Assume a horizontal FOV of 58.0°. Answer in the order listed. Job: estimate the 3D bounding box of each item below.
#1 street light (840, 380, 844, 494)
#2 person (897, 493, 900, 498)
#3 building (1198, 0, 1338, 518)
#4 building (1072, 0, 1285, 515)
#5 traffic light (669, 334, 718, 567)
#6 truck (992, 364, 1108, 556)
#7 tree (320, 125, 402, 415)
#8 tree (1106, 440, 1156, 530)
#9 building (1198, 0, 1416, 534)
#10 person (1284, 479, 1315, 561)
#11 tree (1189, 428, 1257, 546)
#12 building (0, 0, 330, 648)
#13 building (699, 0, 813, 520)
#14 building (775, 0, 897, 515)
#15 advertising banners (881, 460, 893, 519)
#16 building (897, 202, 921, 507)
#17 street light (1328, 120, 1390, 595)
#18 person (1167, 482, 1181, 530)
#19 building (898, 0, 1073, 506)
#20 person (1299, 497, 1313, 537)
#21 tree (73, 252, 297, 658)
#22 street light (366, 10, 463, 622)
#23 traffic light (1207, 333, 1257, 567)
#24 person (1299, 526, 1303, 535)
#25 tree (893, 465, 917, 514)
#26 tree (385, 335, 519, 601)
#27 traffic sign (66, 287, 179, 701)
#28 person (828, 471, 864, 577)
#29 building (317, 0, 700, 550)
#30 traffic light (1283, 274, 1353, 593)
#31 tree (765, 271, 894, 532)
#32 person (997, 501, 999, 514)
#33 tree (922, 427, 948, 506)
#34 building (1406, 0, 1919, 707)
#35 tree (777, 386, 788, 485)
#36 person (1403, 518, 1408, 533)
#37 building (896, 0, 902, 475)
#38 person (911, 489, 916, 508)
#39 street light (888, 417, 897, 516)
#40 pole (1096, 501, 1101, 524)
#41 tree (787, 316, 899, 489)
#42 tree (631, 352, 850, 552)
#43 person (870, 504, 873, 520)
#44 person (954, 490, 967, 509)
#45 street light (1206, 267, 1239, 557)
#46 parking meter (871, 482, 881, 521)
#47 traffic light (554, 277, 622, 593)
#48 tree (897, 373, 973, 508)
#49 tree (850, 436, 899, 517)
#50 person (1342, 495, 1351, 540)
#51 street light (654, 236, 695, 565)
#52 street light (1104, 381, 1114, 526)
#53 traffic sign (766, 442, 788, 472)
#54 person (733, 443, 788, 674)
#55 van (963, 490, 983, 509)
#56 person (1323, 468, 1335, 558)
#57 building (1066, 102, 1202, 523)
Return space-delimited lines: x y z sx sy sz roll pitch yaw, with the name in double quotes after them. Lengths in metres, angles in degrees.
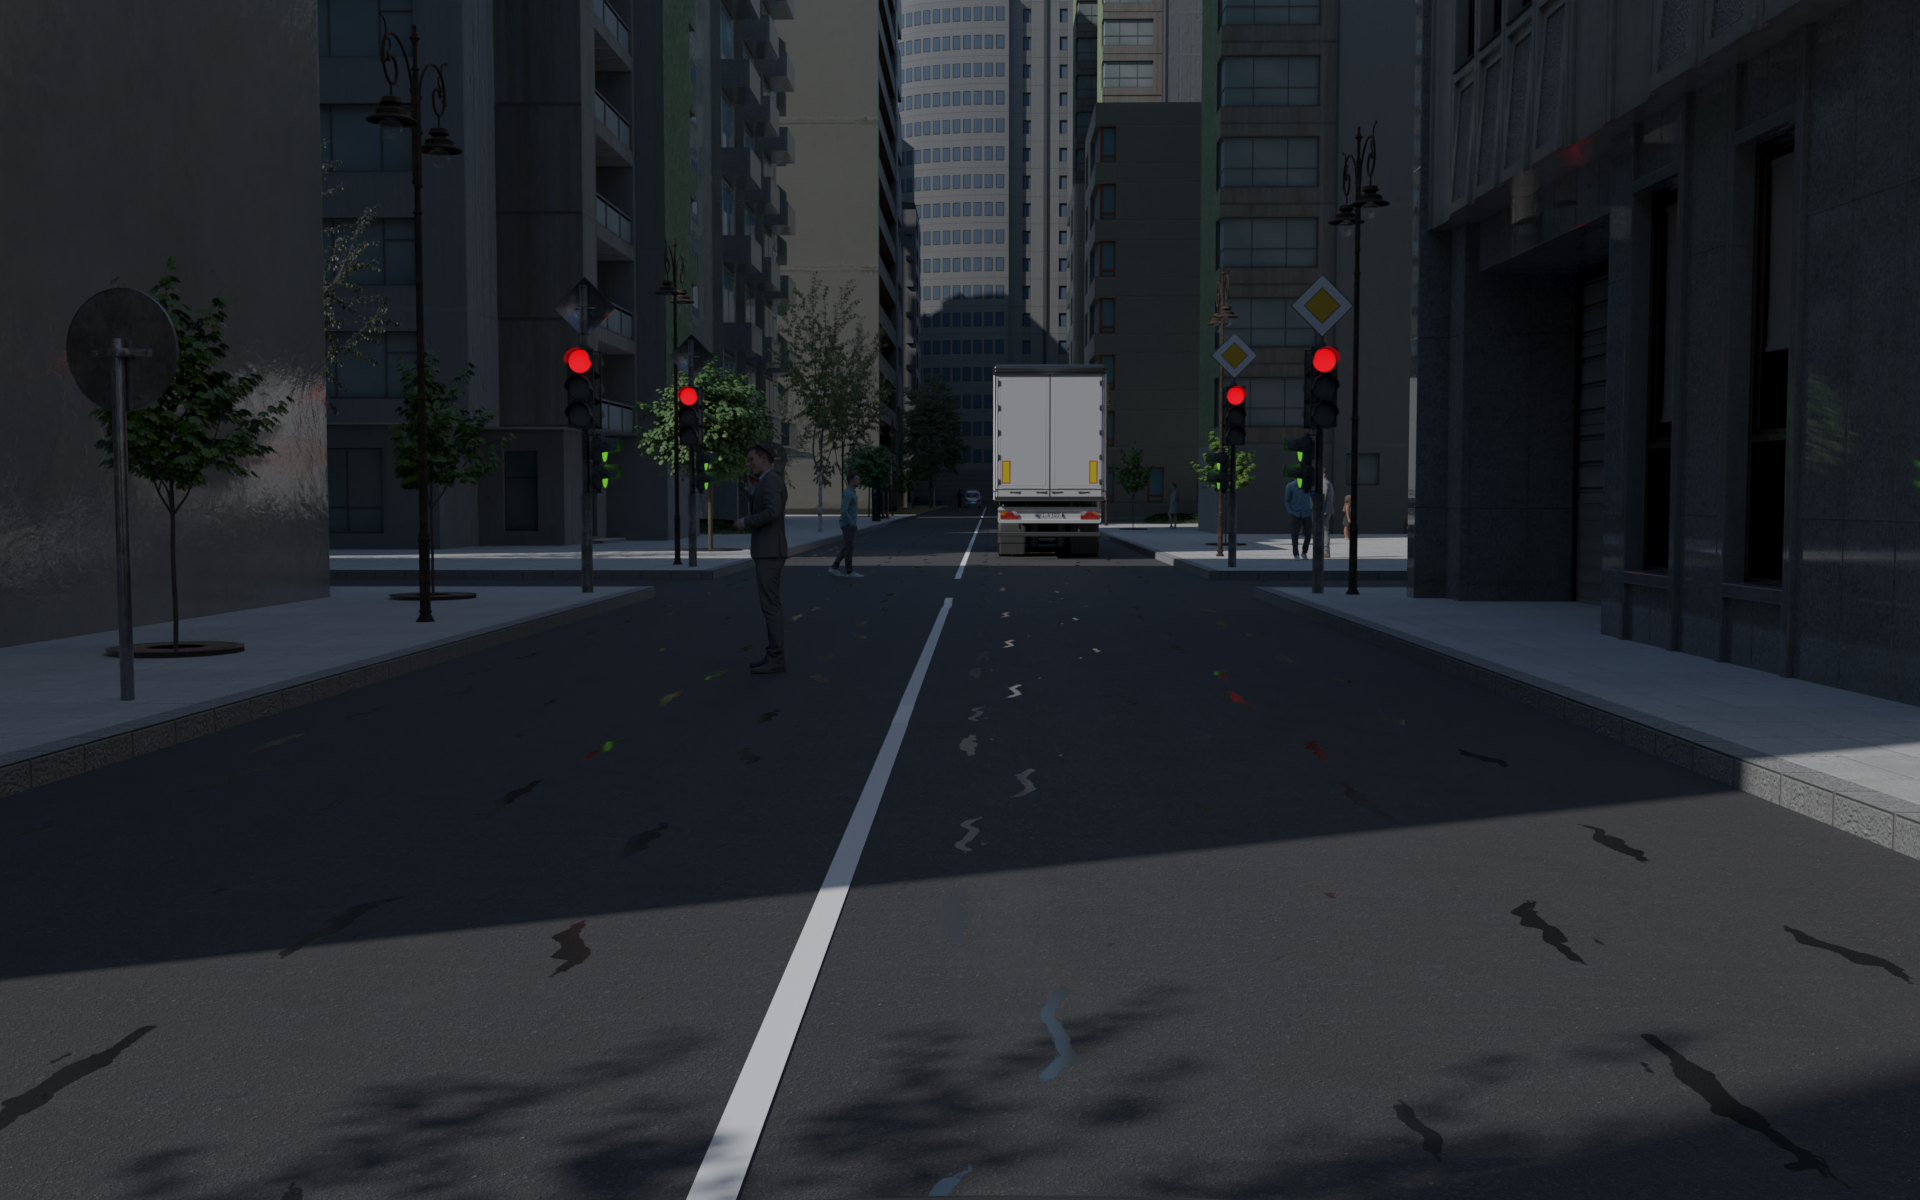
-4.520 -5.739 66.621 0.468 5.910 1.993 0 4 1 "street light"
-6.094 -9.450 160.566 1.348 1.821 0.705 3 4 36 "person"
15.842 -26.257 112.901 14.154 41.232 14.086 0 4 1 "building"
15.179 -27.118 126.975 14.154 41.232 14.086 0 4 1 "building"
-4.699 -2.541 30.461 0.839 4.253 0.868 0 4 1 "traffic light"
2.156 -3.315 43.114 2.839 4.237 11.283 0 4 2 "truck"
-13.217 -5.077 33.365 4.360 8.622 3.978 0 3 0 "tree"
6.302 -4.136 62.220 1.663 3.219 1.824 0 3 0 "tree"
15.386 -23.081 60.975 14.154 41.232 14.086 0 4 1 "building"
6.613 -1.681 33.554 0.660 1.820 0.620 0 4 -3 "person"
6.538 -2.981 43.334 1.663 3.219 1.824 0 3 0 "tree"
-25.025 -12.661 11.529 34.151 26.468 19.350 0 4 1 "building"
-19.343 -27.963 76.810 23.786 49.044 30.456 0 4 1 "building"
-15.460 -30.123 116.217 21.300 48.544 21.600 0 4 1 "building"
-3.724 -5.648 88.537 0.090 3.025 2.074 1 4 14 "advertising banners"
-10.974 -24.564 173.318 14.107 30.474 14.160 0 4 1 "building"
5.018 -3.007 21.952 0.468 5.910 1.993 0 4 1 "street light"
7.757 -3.413 62.851 0.522 1.701 0.512 0 4 7 "person"
3.514 -40.269 200.403 28.212 58.520 21.231 0 4 1 "building"
10.253 -2.733 51.216 0.515 1.767 0.782 -2 4 -25 "person"
-6.232 -1.186 13.998 1.663 3.219 1.824 0 3 0 "tree"
-5.371 -2.718 17.228 0.468 5.910 1.993 0 4 1 "street light"
4.761 -2.531 30.307 0.839 4.253 0.868 0 4 1 "traffic light"
10.679 -2.920 54.054 0.573 1.790 0.520 -1 4 -21 "person"
-3.621 -7.265 113.376 1.663 3.219 1.824 0 3 0 "tree"
-6.506 -1.620 21.090 1.663 3.219 1.824 0 3 0 "tree"
-5.182 -0.648 10.705 0.768 2.556 0.104 1 4 10 "traffic sign"
-1.971 -1.306 29.871 0.620 1.820 0.660 0 4 -3 "person"
-15.072 -22.091 44.789 14.154 41.232 14.086 0 4 1 "building"
4.617 -2.043 22.323 0.839 4.253 0.868 0 4 1 "traffic light"
-4.502 -6.605 58.359 4.737 8.622 4.395 0 3 0 "tree"
2.757 -6.835 120.775 0.721 1.766 1.217 -2 4 -26 "person"
-2.963 -14.243 183.230 4.360 8.622 3.978 0 3 0 "tree"
11.417 -11.797 10.908 12.078 24.808 19.932 0 4 1 "building"
-10.363 -9.246 101.532 4.360 8.622 3.978 0 3 0 "tree"
9.081 -1.692 33.827 0.853 1.813 0.709 1 4 10 "person"
-18.684 -33.784 141.614 28.713 52.752 27.495 0 4 1 "building"
-4.352 -9.420 160.069 0.705 1.824 1.348 1 4 13 "person"
-3.992 -7.927 102.395 0.468 5.910 1.993 0 4 1 "street light"
5.855 -4.854 73.202 0.158 3.312 0.155 0 3 0 "pole"
-4.660 -7.469 72.478 4.360 8.622 3.978 0 3 0 "tree"
-5.585 -3.392 39.172 4.285 4.588 4.351 0 3 0 "tree"
-4.274 -4.795 87.037 0.503 1.515 0.523 -3 5 -41 "person"
-0.008 -9.769 167.855 1.348 1.869 0.705 -2 4 -27 "person"
5.349 -3.831 35.432 0.468 5.910 1.993 0 4 1 "street light"
-3.942 -4.626 81.344 0.399 1.863 0.255 2 4 29 "parking meter"
-4.843 -2.052 22.477 0.839 4.253 0.868 0 4 1 "traffic light"
-2.534 -14.893 161.622 7.486 12.596 7.792 0 3 0 "tree"
-5.091 -6.935 97.094 4.285 4.588 4.351 0 3 0 "tree"
10.794 -2.278 47.958 0.373 1.253 0.362 3 4 36 "person"
-5.136 -3.580 31.325 0.468 5.910 1.993 0 4 1 "street light"
5.931 -5.948 70.040 0.468 5.910 1.993 0 4 1 "street light"
-4.606 -2.595 42.542 0.768 2.556 0.104 0 4 8 "traffic sign"
-1.615 -0.352 14.053 0.447 1.846 0.655 0 4 -7 "person"
1.274 -10.161 173.145 2.013 2.044 4.112 0 4 0 "van"
7.314 -1.752 34.784 0.391 1.810 0.635 1 4 15 "person"
20.057 -15.039 90.934 27.650 21.520 28.899 0 4 1 "building"
